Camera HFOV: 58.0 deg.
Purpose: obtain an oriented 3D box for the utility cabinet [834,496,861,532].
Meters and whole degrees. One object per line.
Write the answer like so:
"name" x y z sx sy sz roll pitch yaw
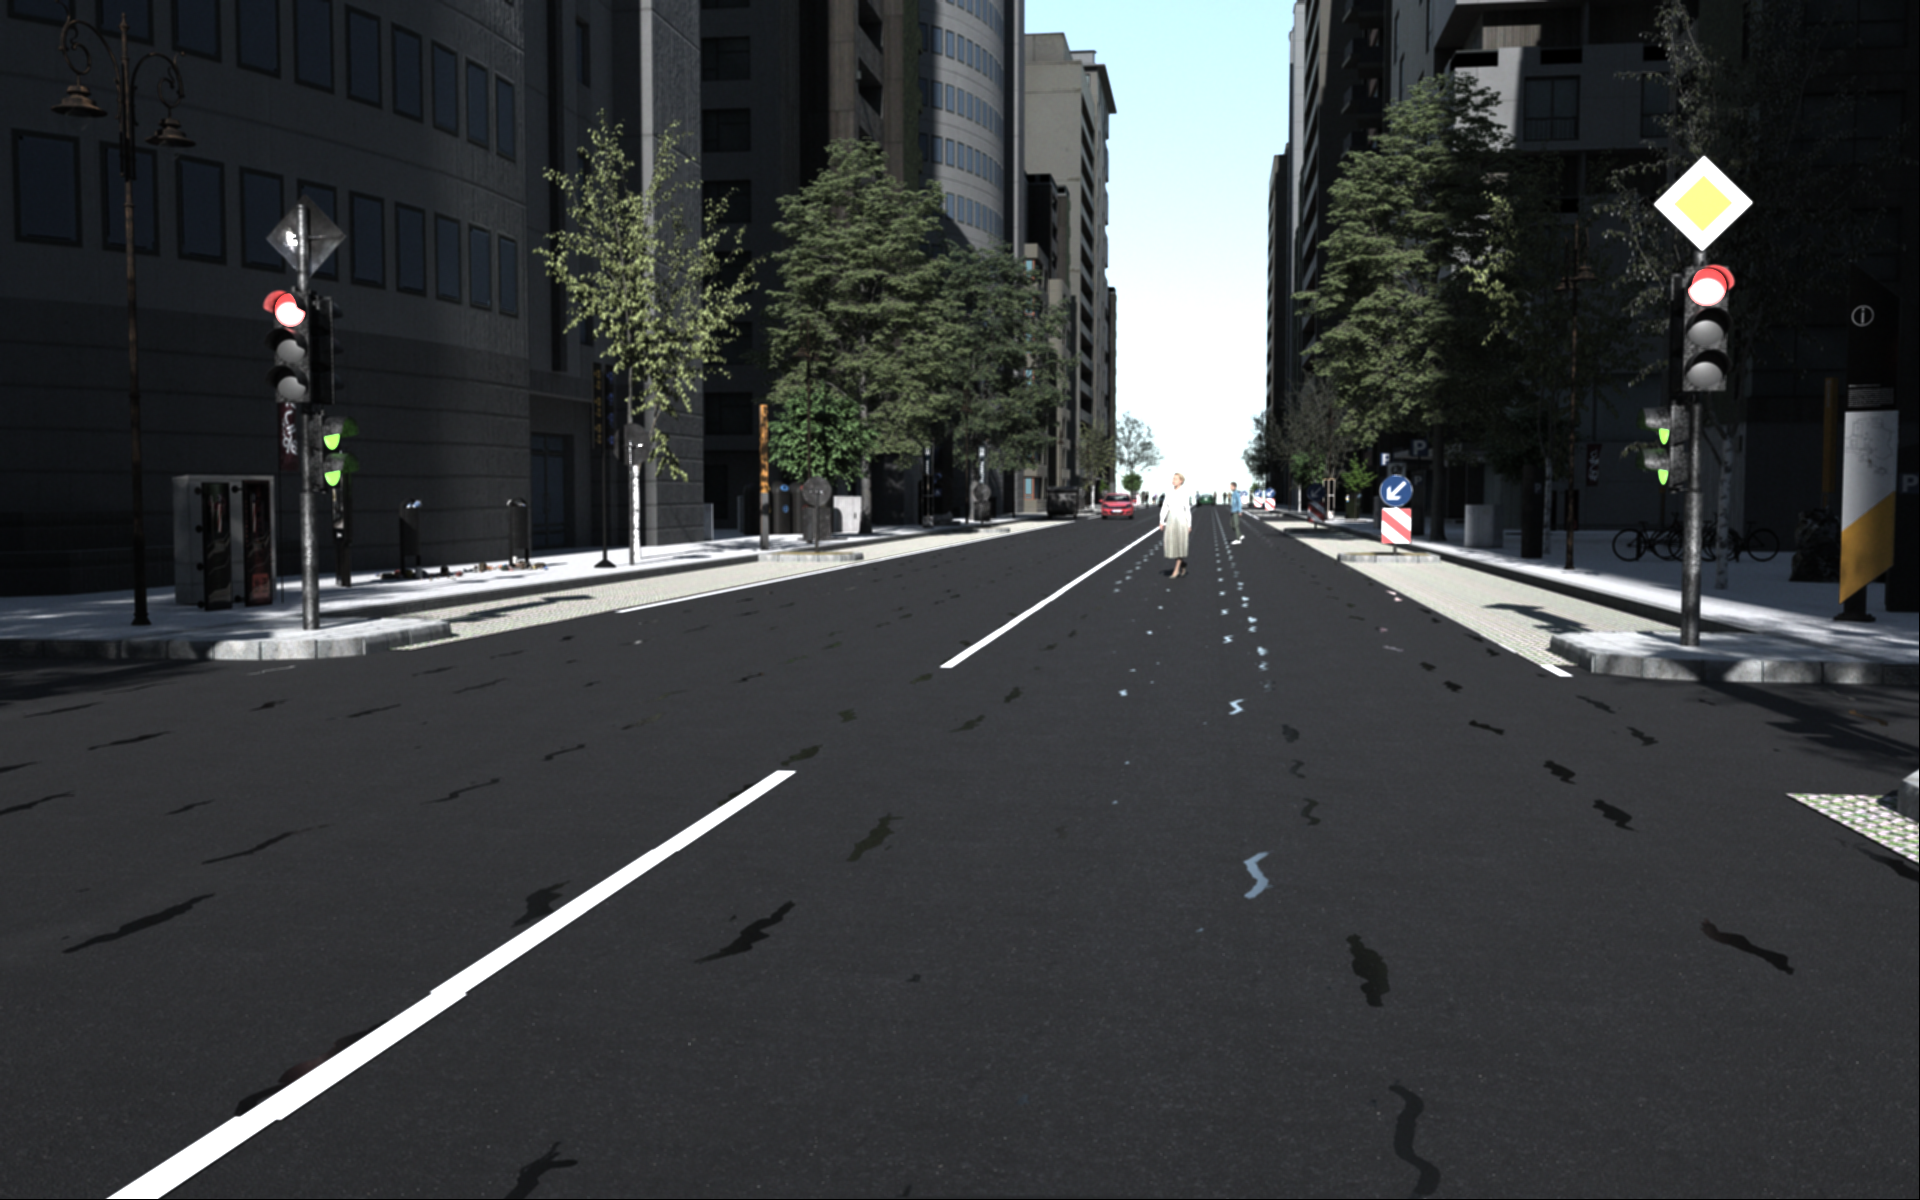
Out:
"utility cabinet" -3.765 -2.885 58.330 1.020 1.237 0.306 -3 4 -38

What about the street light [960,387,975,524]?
"street light" 0.295 -6.218 74.446 0.468 5.910 1.993 1 4 8

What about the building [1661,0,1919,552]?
"building" 25.436 -16.629 43.590 14.160 30.474 14.107 1 4 8

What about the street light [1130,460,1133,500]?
"street light" 23.100 -15.926 233.169 0.468 5.910 1.993 1 4 8

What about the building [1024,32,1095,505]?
"building" 3.202 -34.507 187.890 21.300 48.544 21.600 1 4 8

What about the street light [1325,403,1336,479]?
"street light" 18.727 -7.030 87.727 0.468 5.910 1.993 1 4 8

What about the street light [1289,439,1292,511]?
"street light" 25.729 -9.925 135.068 0.468 5.910 1.993 1 4 8

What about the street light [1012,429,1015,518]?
"street light" 2.877 -7.327 92.590 0.468 5.910 1.993 1 4 8

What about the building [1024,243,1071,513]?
"building" -6.286 -17.788 135.880 27.650 21.520 28.899 1 4 8

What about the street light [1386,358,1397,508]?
"street light" 14.538 -5.237 58.415 0.468 5.910 1.993 1 4 8

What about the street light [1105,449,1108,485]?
"street light" 14.758 -12.371 175.059 0.468 5.910 1.993 1 4 8

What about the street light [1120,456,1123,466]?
"street light" 18.960 -14.140 203.982 0.468 5.910 1.993 1 4 8

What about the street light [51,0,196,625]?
"street light" -8.032 -2.693 16.812 0.468 5.910 1.993 1 4 8

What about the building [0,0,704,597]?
"building" -19.262 -29.998 32.463 21.231 58.520 28.212 1 4 8

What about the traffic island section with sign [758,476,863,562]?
"traffic island section with sign" -3.150 -1.755 37.322 1.989 1.847 2.006 1 4 8

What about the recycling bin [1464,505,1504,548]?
"recycling bin" 12.509 -1.761 41.346 0.722 1.027 0.722 3 4 36

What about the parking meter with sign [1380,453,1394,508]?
"parking meter with sign" 17.803 -4.662 72.490 0.543 3.016 1.738 1 4 18

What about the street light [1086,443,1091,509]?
"street light" 11.093 -10.853 150.236 0.468 5.910 1.993 1 4 8

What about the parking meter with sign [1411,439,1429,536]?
"parking meter with sign" 14.334 -3.547 54.247 0.543 3.016 1.738 1 4 18

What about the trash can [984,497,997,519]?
"trash can" 1.560 -4.750 89.323 0.748 1.137 0.748 0 3 0

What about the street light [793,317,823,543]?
"street light" -3.957 -4.439 45.365 0.468 5.910 1.993 1 4 8

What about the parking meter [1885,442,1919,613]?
"parking meter" 10.288 -0.804 18.851 0.399 1.863 0.255 1 4 20

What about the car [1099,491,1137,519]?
"car" 9.072 -5.534 99.524 2.155 1.783 4.494 0 4 6

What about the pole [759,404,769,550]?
"pole" -4.470 -2.793 39.515 0.158 3.312 0.155 0 3 0

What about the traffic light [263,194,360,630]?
"traffic light" -6.130 -1.674 16.291 0.839 4.253 0.868 1 4 8

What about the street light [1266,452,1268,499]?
"street light" 33.043 -13.063 186.371 0.468 5.910 1.993 1 4 8

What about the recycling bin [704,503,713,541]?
"recycling bin" -7.249 -2.139 47.522 0.722 1.027 0.722 -3 4 -38

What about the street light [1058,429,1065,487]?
"street light" 7.053 -9.081 121.263 0.468 5.910 1.993 1 4 8

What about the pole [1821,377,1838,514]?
"pole" 15.233 -2.234 30.362 0.158 3.312 0.155 0 3 0

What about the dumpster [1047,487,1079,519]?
"dumpster" 5.852 -5.538 98.767 1.865 1.857 1.264 0 4 8

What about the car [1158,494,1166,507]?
"car" 23.501 -11.449 196.983 2.009 1.686 4.222 1 4 10

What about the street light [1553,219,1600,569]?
"street light" 10.402 -3.462 29.386 0.468 5.910 1.993 1 4 8

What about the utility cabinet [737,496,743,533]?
"utility cabinet" -6.907 -2.858 57.894 1.020 1.237 0.306 -2 4 -25

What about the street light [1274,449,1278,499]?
"street light" 29.815 -11.698 164.052 0.468 5.910 1.993 1 4 8

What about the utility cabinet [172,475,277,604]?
"utility cabinet" -8.669 -0.719 20.429 0.318 1.500 1.173 2 4 29

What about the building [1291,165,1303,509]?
"building" 36.874 -23.340 153.314 14.160 30.474 14.107 1 4 8

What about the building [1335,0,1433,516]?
"building" 35.754 -27.813 109.359 22.147 44.769 28.867 1 4 8

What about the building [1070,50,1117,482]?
"building" 4.162 -38.135 212.741 28.713 52.752 27.495 1 4 8

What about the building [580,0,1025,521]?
"building" -7.957 -34.507 106.194 21.231 58.520 28.212 1 4 8

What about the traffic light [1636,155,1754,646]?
"traffic light" 6.156 -1.567 14.539 0.839 4.253 0.868 1 4 8

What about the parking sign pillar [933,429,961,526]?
"parking sign pillar" -0.693 -5.041 70.886 1.447 3.967 1.447 1 4 19

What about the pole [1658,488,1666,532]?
"pole" 23.915 -3.982 58.944 0.158 3.312 0.155 0 3 0

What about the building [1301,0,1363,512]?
"building" 38.017 -31.247 134.593 21.300 48.544 21.600 1 4 8

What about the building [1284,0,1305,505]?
"building" 49.876 -40.709 207.598 21.231 58.520 28.212 1 4 8

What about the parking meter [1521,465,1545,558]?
"parking meter" 11.451 -1.768 34.614 0.399 1.863 0.255 -2 4 -29

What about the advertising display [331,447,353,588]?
"advertising display" -8.602 -1.155 24.105 0.123 1.923 0.974 -2 4 -29

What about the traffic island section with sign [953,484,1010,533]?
"traffic island section with sign" 0.838 -3.446 64.969 1.989 1.847 2.006 1 4 8

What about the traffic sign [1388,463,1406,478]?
"traffic sign" 14.189 -3.316 56.349 0.606 2.300 0.079 1 4 9

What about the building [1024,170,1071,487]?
"building" 2.383 -23.534 156.484 14.160 30.474 14.107 1 4 8

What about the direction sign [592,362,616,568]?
"direction sign" -6.208 -2.336 30.192 0.379 3.537 0.876 1 4 11

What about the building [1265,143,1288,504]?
"building" 52.544 -37.303 233.599 21.300 48.544 21.600 1 4 8

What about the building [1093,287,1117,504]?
"building" 13.645 -28.216 233.033 14.160 30.474 14.107 1 4 8

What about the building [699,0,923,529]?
"building" -9.530 -18.179 68.927 14.160 30.474 14.107 1 4 8

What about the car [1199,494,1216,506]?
"car" 29.772 -12.067 209.098 2.131 1.459 4.920 1 4 10

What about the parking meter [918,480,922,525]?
"parking meter" -1.593 -4.094 72.646 0.255 1.863 0.399 -1 4 -15

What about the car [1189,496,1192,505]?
"car" 29.116 -13.039 224.993 2.131 1.459 4.920 0 4 8

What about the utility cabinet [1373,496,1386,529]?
"utility cabinet" 15.360 -3.195 63.408 0.306 1.237 1.020 0 4 4

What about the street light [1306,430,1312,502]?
"street light" 21.410 -8.142 105.911 0.468 5.910 1.993 1 4 8

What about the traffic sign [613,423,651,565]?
"traffic sign" -5.915 -1.898 31.142 0.768 2.556 0.104 1 4 17

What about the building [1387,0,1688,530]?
"building" 33.035 -29.524 71.953 28.713 52.752 27.495 1 4 8
